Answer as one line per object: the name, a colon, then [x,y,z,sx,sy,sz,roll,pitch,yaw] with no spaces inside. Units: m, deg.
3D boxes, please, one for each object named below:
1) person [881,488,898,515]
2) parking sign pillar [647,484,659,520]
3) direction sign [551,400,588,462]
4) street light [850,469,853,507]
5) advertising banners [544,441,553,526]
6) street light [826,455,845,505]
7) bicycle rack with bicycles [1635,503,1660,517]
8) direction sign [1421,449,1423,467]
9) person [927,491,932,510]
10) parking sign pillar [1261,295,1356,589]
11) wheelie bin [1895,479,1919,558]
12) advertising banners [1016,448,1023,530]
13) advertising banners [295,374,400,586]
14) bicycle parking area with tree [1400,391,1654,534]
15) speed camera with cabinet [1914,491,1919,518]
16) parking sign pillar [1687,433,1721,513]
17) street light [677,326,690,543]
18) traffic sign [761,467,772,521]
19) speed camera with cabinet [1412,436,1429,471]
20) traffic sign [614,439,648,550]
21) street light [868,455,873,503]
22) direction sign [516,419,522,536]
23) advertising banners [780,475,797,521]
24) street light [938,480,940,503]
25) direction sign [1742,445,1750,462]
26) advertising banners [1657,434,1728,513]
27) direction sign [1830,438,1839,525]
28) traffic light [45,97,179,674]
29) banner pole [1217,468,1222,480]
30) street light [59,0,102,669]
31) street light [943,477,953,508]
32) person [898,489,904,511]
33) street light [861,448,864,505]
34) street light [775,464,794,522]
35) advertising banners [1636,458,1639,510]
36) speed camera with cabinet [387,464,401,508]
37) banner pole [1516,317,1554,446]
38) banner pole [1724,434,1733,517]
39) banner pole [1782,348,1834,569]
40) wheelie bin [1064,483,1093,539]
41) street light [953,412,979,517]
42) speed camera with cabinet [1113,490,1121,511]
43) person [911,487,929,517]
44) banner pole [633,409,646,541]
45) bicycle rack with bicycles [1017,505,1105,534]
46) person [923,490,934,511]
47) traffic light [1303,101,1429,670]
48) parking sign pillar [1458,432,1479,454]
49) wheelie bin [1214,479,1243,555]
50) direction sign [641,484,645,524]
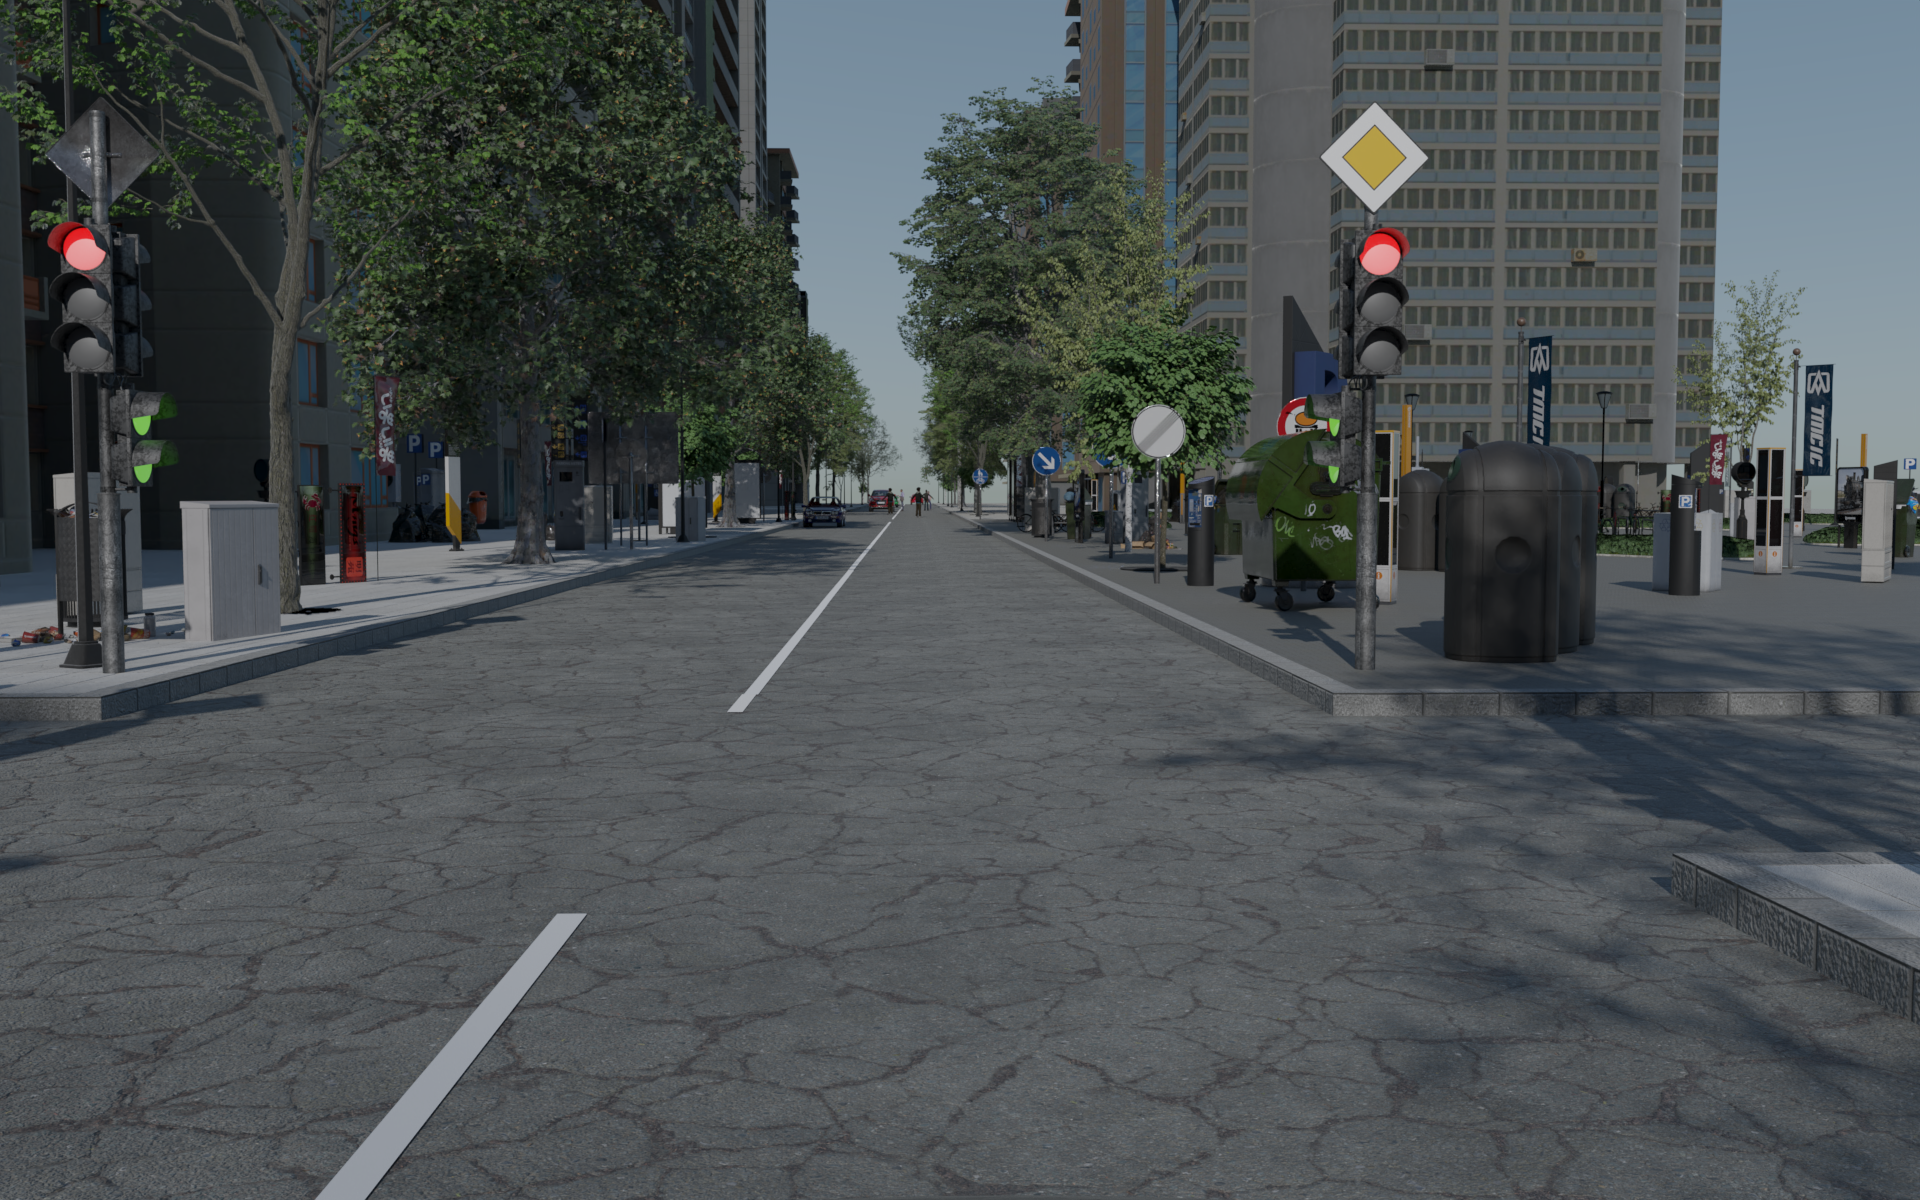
person: [-4.855,-6.845,120.048,1.348,1.869,0.705,-2,4,-35]
parking sign pillar: [-14.983,-5.975,86.166,1.447,3.967,1.447,1,4,20]
direction sign: [-9.379,-3.038,41.662,0.876,3.537,0.379,0,4,-3]
street light: [-9.816,-11.163,155.061,1.470,5.913,1.316,0,4,-2]
advertising banners: [-13.073,-3.685,56.435,0.090,3.025,2.074,-3,4,-38]
street light: [-8.876,-9.131,121.828,1.470,5.913,1.316,0,4,-2]
bicycle rack with bicycles: [28.704,-3.611,72.427,2.925,0.926,2.852,2,4,34]
direction sign: [23.334,-5.842,87.510,0.379,3.537,0.876,1,4,15]
person: [-2.844,-9.079,157.882,0.436,1.711,0.756,-3,5,-44]
parking sign pillar: [4.942,-2.178,24.075,1.447,3.967,1.447,3,4,36]
wheelie bin: [19.069,-1.676,35.316,0.693,1.594,0.980,-3,5,-41]
advertising banners: [2.520,-4.043,62.286,0.090,3.025,2.074,2,4,35]
advertising banners: [-8.790,-1.758,24.935,0.090,3.025,2.074,2,4,26]
bicycle parking area with tree: [15.358,-3.781,48.823,8.231,4.147,9.016,2,4,26]
speed camera with cabinet: [49.347,-5.712,87.733,2.038,3.252,0.660,1,4,21]
parking sign pillar: [33.057,-5.415,77.010,1.447,3.967,1.447,0,4,0]
street light: [-6.809,-4.480,45.784,1.470,5.913,1.316,0,4,-2]
traffic sign: [-9.186,-4.949,81.028,0.768,2.556,0.104,0,4,0]
speed camera with cabinet: [16.349,-3.967,59.192,2.038,3.252,0.660,2,4,24]
traffic sign: [-7.595,-2.439,39.981,0.768,2.556,0.104,0,4,0]
street light: [-11.081,-14.263,205.735,1.470,5.913,1.316,0,4,-2]
direction sign: [-13.251,-3.688,52.303,0.379,3.537,0.876,-2,4,-26]
advertising banners: [-8.453,-5.403,84.533,0.090,3.025,2.074,-2,4,-30]
street light: [-1.302,-11.724,164.220,1.470,5.913,1.316,0,4,-2]
direction sign: [36.171,-5.375,79.885,0.379,3.537,0.876,0,4,-3]
advertising banners: [21.520,-3.348,50.920,0.090,3.025,2.074,-3,5,-40]
direction sign: [35.718,-4.808,70.609,0.379,3.537,0.876,2,4,30]
traffic light: [-6.059,-1.431,12.317,0.839,4.253,0.868,0,4,-2]
banner pole: [11.285,-5.219,75.349,0.401,3.779,0.863,0,4,-5]
street light: [-5.947,-2.456,12.696,1.470,5.913,1.316,0,4,-2]
street light: [-0.409,-9.697,131.080,1.470,5.913,1.316,0,4,-2]
person: [-4.949,-8.317,144.358,0.599,1.838,0.709,-1,4,-13]
street light: [-10.302,-12.237,172.609,1.470,5.913,1.316,0,4,-2]
street light: [-7.726,-6.503,78.871,1.470,5.913,1.316,0,4,-2]
advertising banners: [32.289,-5.283,82.557,0.090,3.025,2.074,1,4,23]
speed camera with cabinet: [-17.347,-3.423,50.296,2.038,3.252,0.660,0,4,-2]
banner pole: [8.040,-2.104,24.424,0.401,3.779,0.863,-1,4,-23]
banner pole: [31.670,-4.976,71.378,0.401,3.779,0.863,3,5,42]
banner pole: [14.494,-2.423,29.631,0.401,3.779,0.863,-3,5,-39]
wheelie bin: [3.344,-2.527,49.225,0.693,1.594,0.980,2,4,26]
street light: [0.488,-7.650,97.612,1.470,5.913,1.316,0,4,-2]
speed camera with cabinet: [7.270,-4.980,75.756,0.660,3.252,2.038,-2,4,-24]
person: [-2.524,-6.006,106.330,1.348,1.869,0.705,3,4,37]
banner pole: [-8.764,-3.505,47.331,0.401,3.779,0.863,0,4,-6]
bicycle rack with bicycles: [3.339,-2.690,57.368,2.925,0.926,2.852,0,4,8]
person: [-2.894,-8.581,148.823,1.348,1.821,0.705,0,4,-3]
traffic light: [2.949,-1.447,12.576,0.839,4.253,0.868,0,4,-2]
parking sign pillar: [22.034,-5.262,74.506,1.447,3.967,1.447,-2,4,-31]
wheelie bin: [5.708,-1.755,36.609,0.980,1.594,0.693,-2,4,-30]
direction sign: [-13.377,-4.970,73.249,0.876,3.537,0.379,2,4,33]
